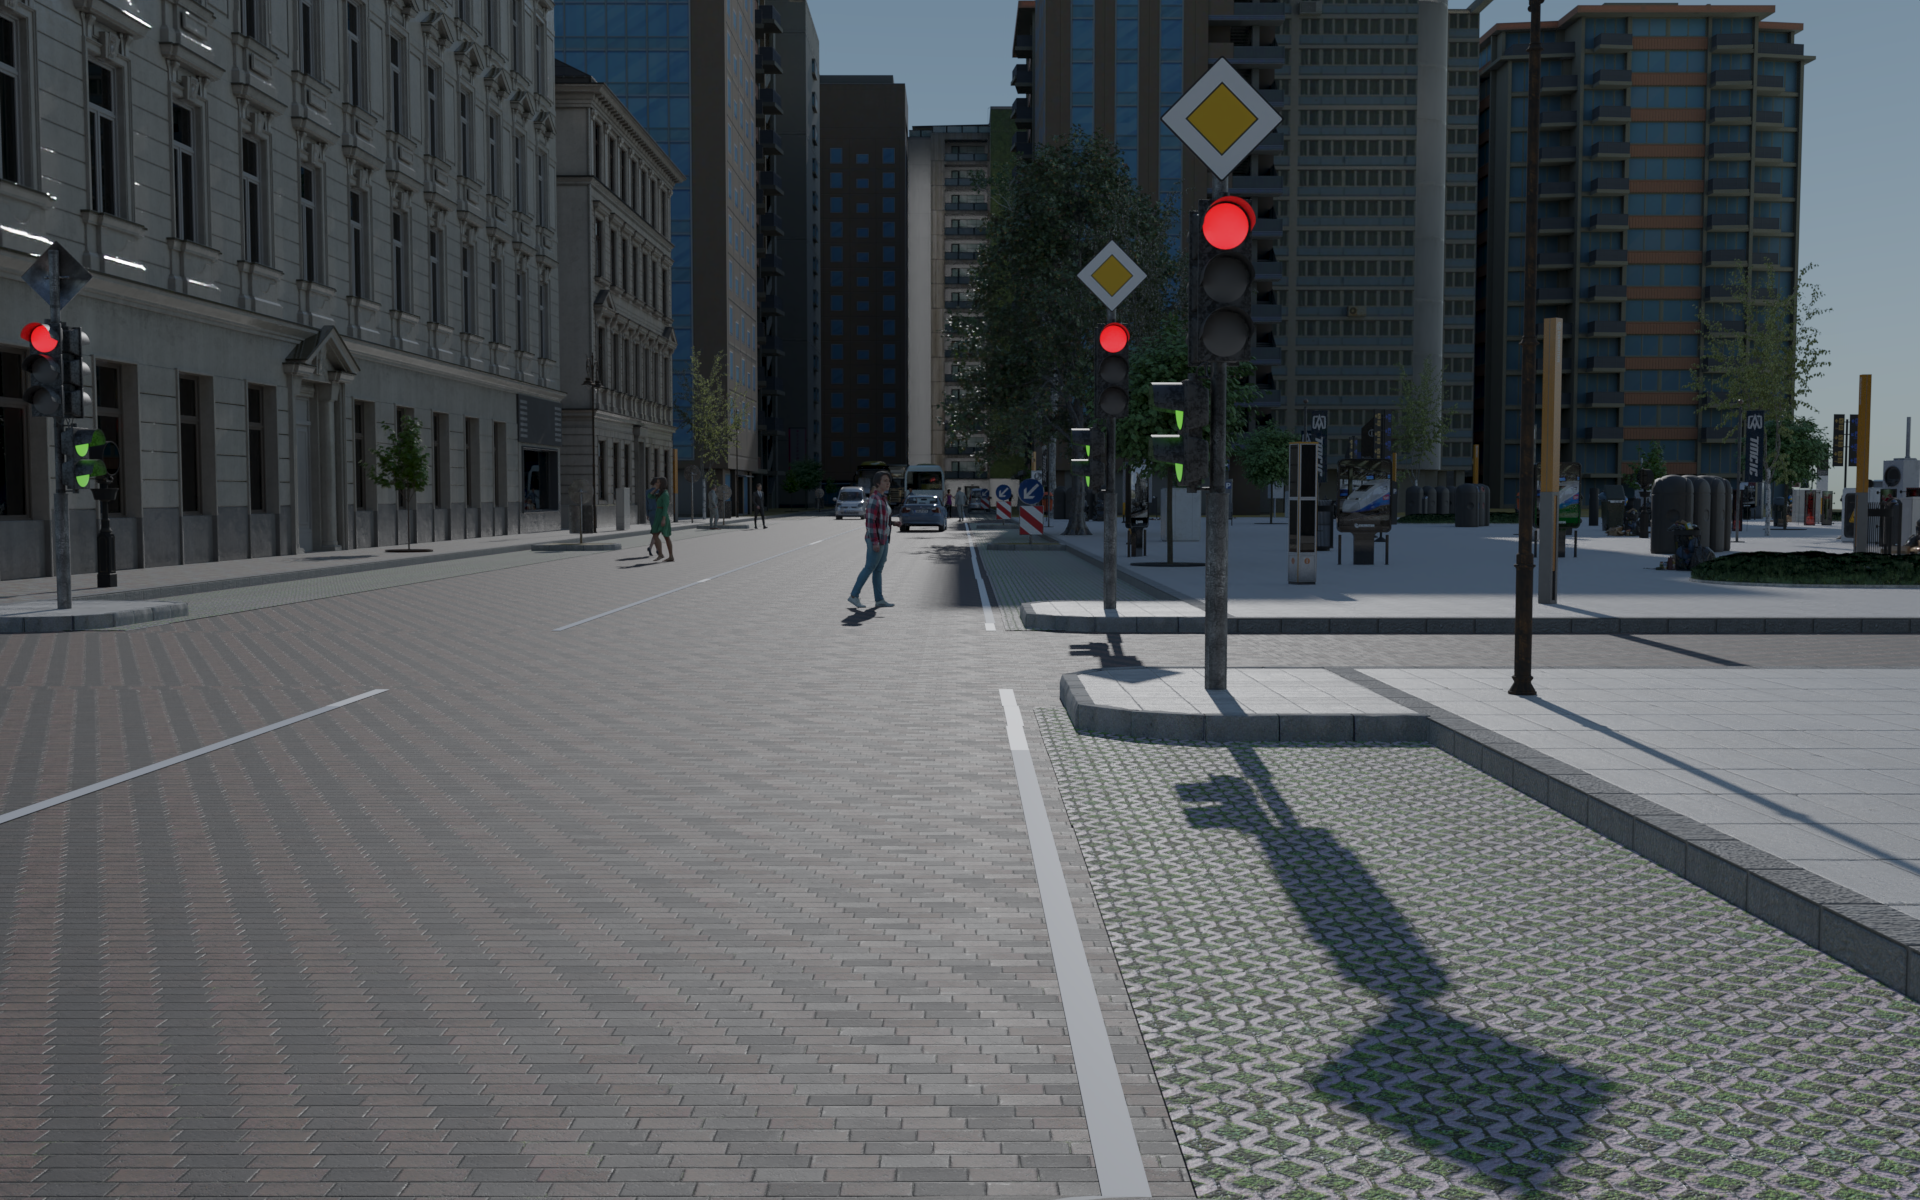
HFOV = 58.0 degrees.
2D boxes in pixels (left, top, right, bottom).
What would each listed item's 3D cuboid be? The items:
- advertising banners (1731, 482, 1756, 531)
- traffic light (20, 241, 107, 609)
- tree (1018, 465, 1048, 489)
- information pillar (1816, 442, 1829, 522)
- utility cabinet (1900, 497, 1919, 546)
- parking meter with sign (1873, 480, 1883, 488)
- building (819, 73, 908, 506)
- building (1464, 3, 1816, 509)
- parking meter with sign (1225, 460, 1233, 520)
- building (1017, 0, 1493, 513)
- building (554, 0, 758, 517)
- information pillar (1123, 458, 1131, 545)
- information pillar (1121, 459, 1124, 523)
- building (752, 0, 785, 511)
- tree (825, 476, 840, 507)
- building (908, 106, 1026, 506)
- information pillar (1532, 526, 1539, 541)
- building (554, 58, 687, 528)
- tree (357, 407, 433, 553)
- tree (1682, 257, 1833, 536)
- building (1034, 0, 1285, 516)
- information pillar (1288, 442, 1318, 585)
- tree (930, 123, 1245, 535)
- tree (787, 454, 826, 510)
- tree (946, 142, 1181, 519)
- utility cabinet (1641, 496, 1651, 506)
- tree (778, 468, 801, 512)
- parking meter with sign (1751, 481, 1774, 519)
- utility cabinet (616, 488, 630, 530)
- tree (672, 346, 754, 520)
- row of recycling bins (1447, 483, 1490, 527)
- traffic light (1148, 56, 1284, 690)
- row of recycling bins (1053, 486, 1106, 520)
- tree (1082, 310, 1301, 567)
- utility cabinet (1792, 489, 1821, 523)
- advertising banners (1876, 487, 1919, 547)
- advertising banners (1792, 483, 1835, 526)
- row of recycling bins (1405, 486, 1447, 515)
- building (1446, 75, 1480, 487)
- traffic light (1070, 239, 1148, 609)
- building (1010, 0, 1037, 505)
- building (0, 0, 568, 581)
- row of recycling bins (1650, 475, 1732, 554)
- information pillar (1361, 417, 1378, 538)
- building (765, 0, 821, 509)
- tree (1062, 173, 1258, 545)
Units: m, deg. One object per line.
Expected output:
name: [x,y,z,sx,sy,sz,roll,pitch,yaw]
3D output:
advertising banners: [26.784,-3.881,59.649,0.090,3.025,2.074,-1,4,-14]
traffic light: [-10.001,-1.855,19.258,0.839,4.253,0.868,0,3,0]
tree: [4.266,-6.501,100.894,1.663,3.219,1.824,0,3,0]
information pillar: [38.936,-5.310,78.178,0.504,3.616,0.183,1,4,14]
utility cabinet: [22.045,-1.762,39.971,1.020,1.237,0.306,-3,4,-37]
parking meter with sign: [48.859,-5.850,91.905,1.738,3.016,0.543,2,4,33]
building: [-12.729,-32.750,185.581,14.200,45.320,14.600,0,3,0]
building: [61.032,-30.763,157.597,28.867,44.769,22.147,0,3,0]
parking meter with sign: [13.444,-5.571,87.345,0.543,3.016,1.738,0,4,-2]
building: [20.602,-26.671,127.959,32.217,40.220,23.993,0,3,0]
building: [-19.699,-27.604,101.435,14.600,45.320,14.200,0,3,0]
information pillar: [4.425,-3.210,43.843,0.183,3.616,0.504,-2,4,-27]
information pillar: [7.261,-5.218,76.667,0.183,3.616,0.504,0,4,3]
building: [-24.328,-28.660,123.217,22.147,44.769,28.867,0,3,0]
tree: [-12.932,-10.821,171.530,1.663,3.219,1.824,0,3,0]
building: [1.413,-30.734,186.098,14.086,41.232,14.154,0,3,0]
information pillar: [15.560,-2.602,47.033,0.304,2.012,0.304,2,4,32]
building: [-18.266,-12.755,73.169,10.561,19.102,19.286,0,3,0]
tree: [-12.224,-2.683,38.476,1.663,3.219,1.824,0,3,0]
tree: [24.618,-6.275,52.963,4.737,8.622,4.395,0,3,0]
building: [11.902,-28.045,108.646,14.600,45.320,14.200,0,3,0]
information pillar: [4.863,-1.228,24.577,0.304,2.012,0.304,-1,4,-18]
tree: [3.766,-8.377,53.964,9.611,12.733,9.660,0,3,0]
tree: [-12.501,-9.641,141.351,4.285,4.588,4.351,0,3,0]
tree: [5.620,-14.414,91.550,12.611,20.169,13.585,0,3,0]
utility cabinet: [27.689,-3.589,69.849,0.306,1.237,1.020,1,4,11]
tree: [-12.281,-7.973,124.962,1.663,3.219,1.824,0,3,0]
parking meter with sign: [41.177,-5.708,89.583,1.738,3.016,0.543,3,4,39]
utility cabinet: [-11.951,-3.221,61.341,0.318,1.500,1.173,0,4,-1]
tree: [-12.648,-8.360,87.049,4.360,8.622,3.978,0,3,0]
row of recycling bins: [20.188,-3.744,68.325,1.069,1.692,3.534,2,4,26]
traffic light: [1.666,-1.369,11.296,0.839,4.253,0.868,0,3,0]
row of recycling bins: [6.165,-4.887,87.016,3.534,1.692,1.069,3,5,40]
tree: [3.867,-2.894,31.039,4.285,4.588,4.351,0,3,0]
utility cabinet: [37.636,-4.178,76.991,1.173,1.500,0.318,0,4,-7]
advertising banners: [22.783,-2.761,41.338,0.090,3.025,2.074,-1,4,-20]
advertising banners: [34.719,-4.553,70.632,2.074,3.025,0.090,0,4,-8]
row of recycling bins: [23.732,-4.876,86.833,3.534,1.692,1.069,-2,4,-35]
building: [39.363,-29.260,161.997,14.086,41.232,14.154,0,3,0]
traffic light: [1.661,-1.857,19.281,0.839,4.253,0.868,0,3,0]
building: [15.715,-30.572,154.479,22.147,44.769,28.867,0,3,0]
building: [-21.958,-16.194,41.189,17.030,29.872,44.131,0,3,0]
row of recycling bins: [16.189,-1.901,38.194,1.069,1.692,3.534,3,5,40]
information pillar: [11.999,-3.634,50.770,0.504,3.616,0.183,2,4,34]
building: [-24.111,-32.690,158.182,21.600,48.544,21.300,0,3,0]
tree: [4.513,-5.507,40.407,4.360,8.622,3.978,0,3,0]
